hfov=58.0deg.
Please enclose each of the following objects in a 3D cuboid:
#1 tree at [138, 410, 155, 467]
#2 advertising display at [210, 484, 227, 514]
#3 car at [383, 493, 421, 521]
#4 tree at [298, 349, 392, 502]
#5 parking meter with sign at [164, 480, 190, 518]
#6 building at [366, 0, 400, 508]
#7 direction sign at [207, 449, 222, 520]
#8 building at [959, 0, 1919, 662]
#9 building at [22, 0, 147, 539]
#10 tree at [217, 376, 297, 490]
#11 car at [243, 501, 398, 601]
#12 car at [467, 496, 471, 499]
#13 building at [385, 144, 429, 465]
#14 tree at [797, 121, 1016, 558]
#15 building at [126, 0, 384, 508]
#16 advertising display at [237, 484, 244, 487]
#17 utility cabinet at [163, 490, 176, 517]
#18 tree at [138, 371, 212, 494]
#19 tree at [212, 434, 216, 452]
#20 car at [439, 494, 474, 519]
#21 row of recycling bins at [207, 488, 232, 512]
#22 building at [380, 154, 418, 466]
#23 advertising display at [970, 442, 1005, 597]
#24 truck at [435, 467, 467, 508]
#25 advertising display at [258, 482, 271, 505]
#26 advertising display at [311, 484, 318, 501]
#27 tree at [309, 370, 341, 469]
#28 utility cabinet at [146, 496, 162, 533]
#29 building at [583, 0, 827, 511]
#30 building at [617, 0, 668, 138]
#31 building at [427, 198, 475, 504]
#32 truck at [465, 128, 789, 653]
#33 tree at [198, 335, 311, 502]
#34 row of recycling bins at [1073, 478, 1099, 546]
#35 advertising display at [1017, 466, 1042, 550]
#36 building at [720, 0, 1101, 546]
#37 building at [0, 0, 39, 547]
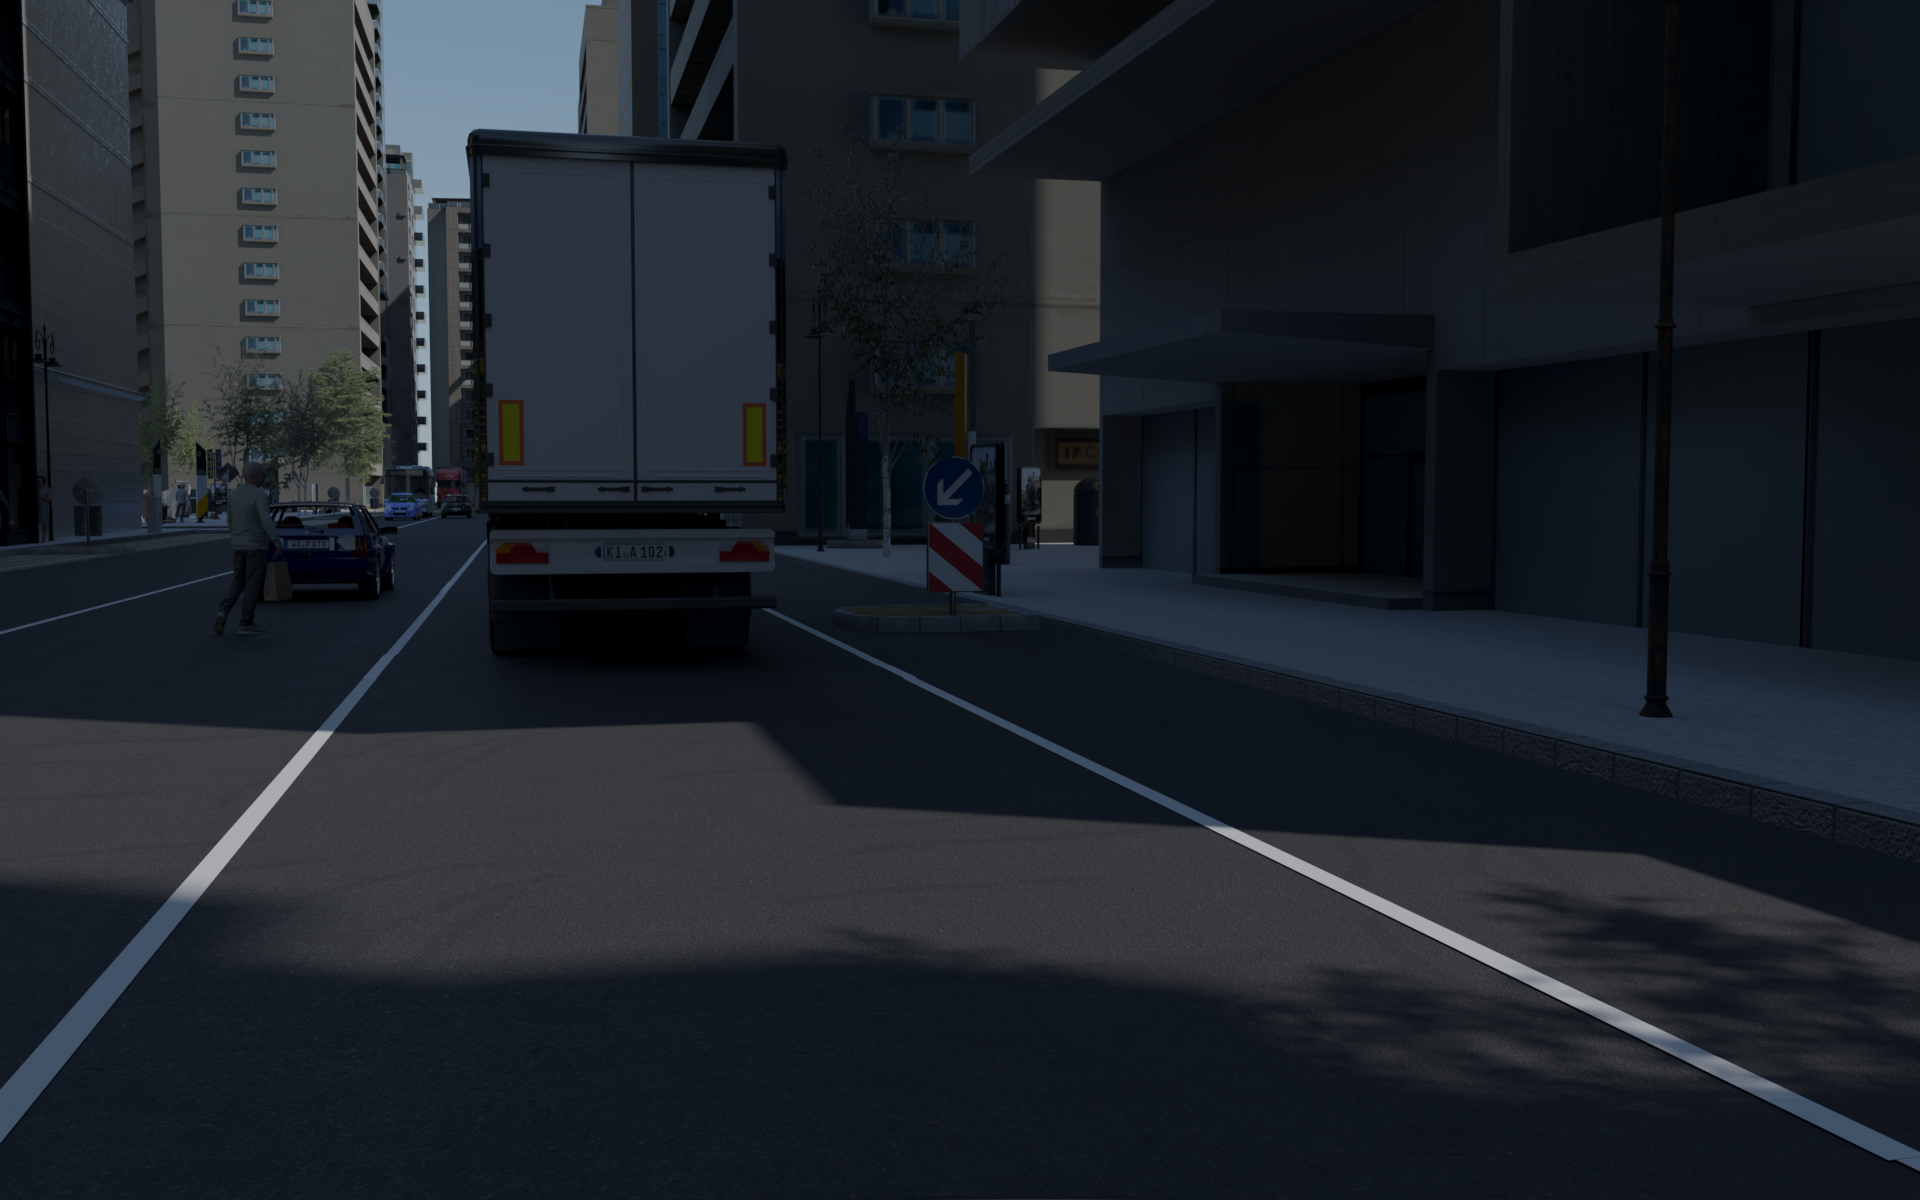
[{"bbox_3d":[-60.676,-10.716,125.569,4.360,8.622,3.978,0,3,0],"label":"tree"},{"bbox_3d":[-46.959,-6.393,109.742,0.974,1.923,0.123,0,4,-3],"label":"advertising display"},{"bbox_3d":[-30.564,-5.220,94.945,1.945,1.707,3.694,-1,4,-13],"label":"car"},{"bbox_3d":[-48.441,-13.330,136.067,7.486,12.596,7.792,0,3,0],"label":"tree"},{"bbox_3d":[-42.255,-5.979,94.017,1.738,3.016,0.543,-2,4,-27],"label":"parking meter with sign"},{"bbox_3d":[-68.747,-52.742,174.999,22.319,86.520,31.000,-1,4,-14],"label":"building"},{"bbox_3d":[-37.563,-5.830,87.318,0.876,3.537,0.379,1,4,19],"label":"direction sign"},{"bbox_3d":[16.122,-26.303,19.287,28.713,52.752,27.495,-1,4,-14],"label":"building"},{"bbox_3d":[-48.281,-16.643,48.530,44.131,29.872,17.030,-1,4,-14],"label":"building"},{"bbox_3d":[-43.531,-9.709,109.103,4.737,8.622,4.395,0,3,0],"label":"tree"},{"bbox_3d":[-9.052,-0.737,24.635,1.945,1.354,3.894,-1,4,-14],"label":"car"},{"bbox_3d":[-57.850,-11.671,201.051,2.015,1.641,3.980,-1,4,-15],"label":"car"},{"bbox_3d":[-87.346,-37.443,231.793,30.456,49.044,23.786,-1,4,-14],"label":"building"},{"bbox_3d":[-1.302,-5.149,34.543,4.360,8.622,3.978,0,3,0],"label":"tree"},{"bbox_3d":[-62.590,-32.219,150.485,21.300,48.544,21.600,-1,4,-14],"label":"building"},{"bbox_3d":[-46.834,-6.586,112.896,0.123,1.923,0.974,0,3,0],"label":"advertising display"},{"bbox_3d":[-43.087,-5.298,95.300,1.173,1.500,0.318,1,4,10],"label":"utility cabinet"},{"bbox_3d":[-48.134,-9.376,103.658,4.737,8.622,4.395,0,3,0],"label":"tree"},{"bbox_3d":[-61.124,-11.432,137.281,4.737,8.622,4.395,0,3,0],"label":"tree"},{"bbox_3d":[-29.871,-5.685,102.730,2.009,1.686,4.222,-1,4,-15],"label":"car"},{"bbox_3d":[-53.330,-7.233,125.372,3.534,1.692,1.069,1,4,16],"label":"row of recycling bins"},{"bbox_3d":[-72.974,-32.107,208.548,14.086,41.232,14.154,-1,4,-14],"label":"building"},{"bbox_3d":[0.342,-1.025,21.975,0.123,1.923,0.974,-1,4,-19],"label":"advertising display"},{"bbox_3d":[-52.422,-11.599,178.554,2.839,4.237,11.283,-1,4,-13],"label":"truck"},{"bbox_3d":[-37.992,-5.439,94.144,0.974,1.923,0.123,-1,4,-13],"label":"advertising display"},{"bbox_3d":[-41.036,-6.417,110.131,0.123,1.923,0.974,-3,4,-37],"label":"advertising display"},{"bbox_3d":[-38.112,-9.149,99.941,4.360,8.622,3.978,0,3,0],"label":"tree"},{"bbox_3d":[-26.901,-2.855,57.842,0.306,1.237,1.020,-1,4,-15],"label":"utility cabinet"},{"bbox_3d":[-25.679,-33.345,168.892,21.300,48.544,21.600,-1,4,-14],"label":"building"},{"bbox_3d":[-13.556,-27.909,106.417,14.600,45.320,14.200,-1,4,-14],"label":"building"},{"bbox_3d":[-63.926,-33.598,232.922,14.086,41.232,14.154,-1,4,-14],"label":"building"},{"bbox_3d":[-3.960,-1.842,19.026,2.839,4.237,11.283,-1,4,-14],"label":"truck"},{"bbox_3d":[-33.530,-7.982,80.872,4.360,8.622,3.978,0,3,0],"label":"tree"},{"bbox_3d":[4.605,-2.221,43.418,3.534,1.692,1.069,0,4,-1],"label":"row of recycling bins"},{"bbox_3d":[1.612,-2.144,40.261,0.123,1.923,0.974,2,4,32],"label":"advertising display"},{"bbox_3d":[2.406,-26.311,53.880,21.300,48.544,21.600,-1,4,-14],"label":"building"},{"bbox_3d":[-27.941,-12.564,35.097,12.332,23.373,15.834,-1,4,-14],"label":"building"}]
